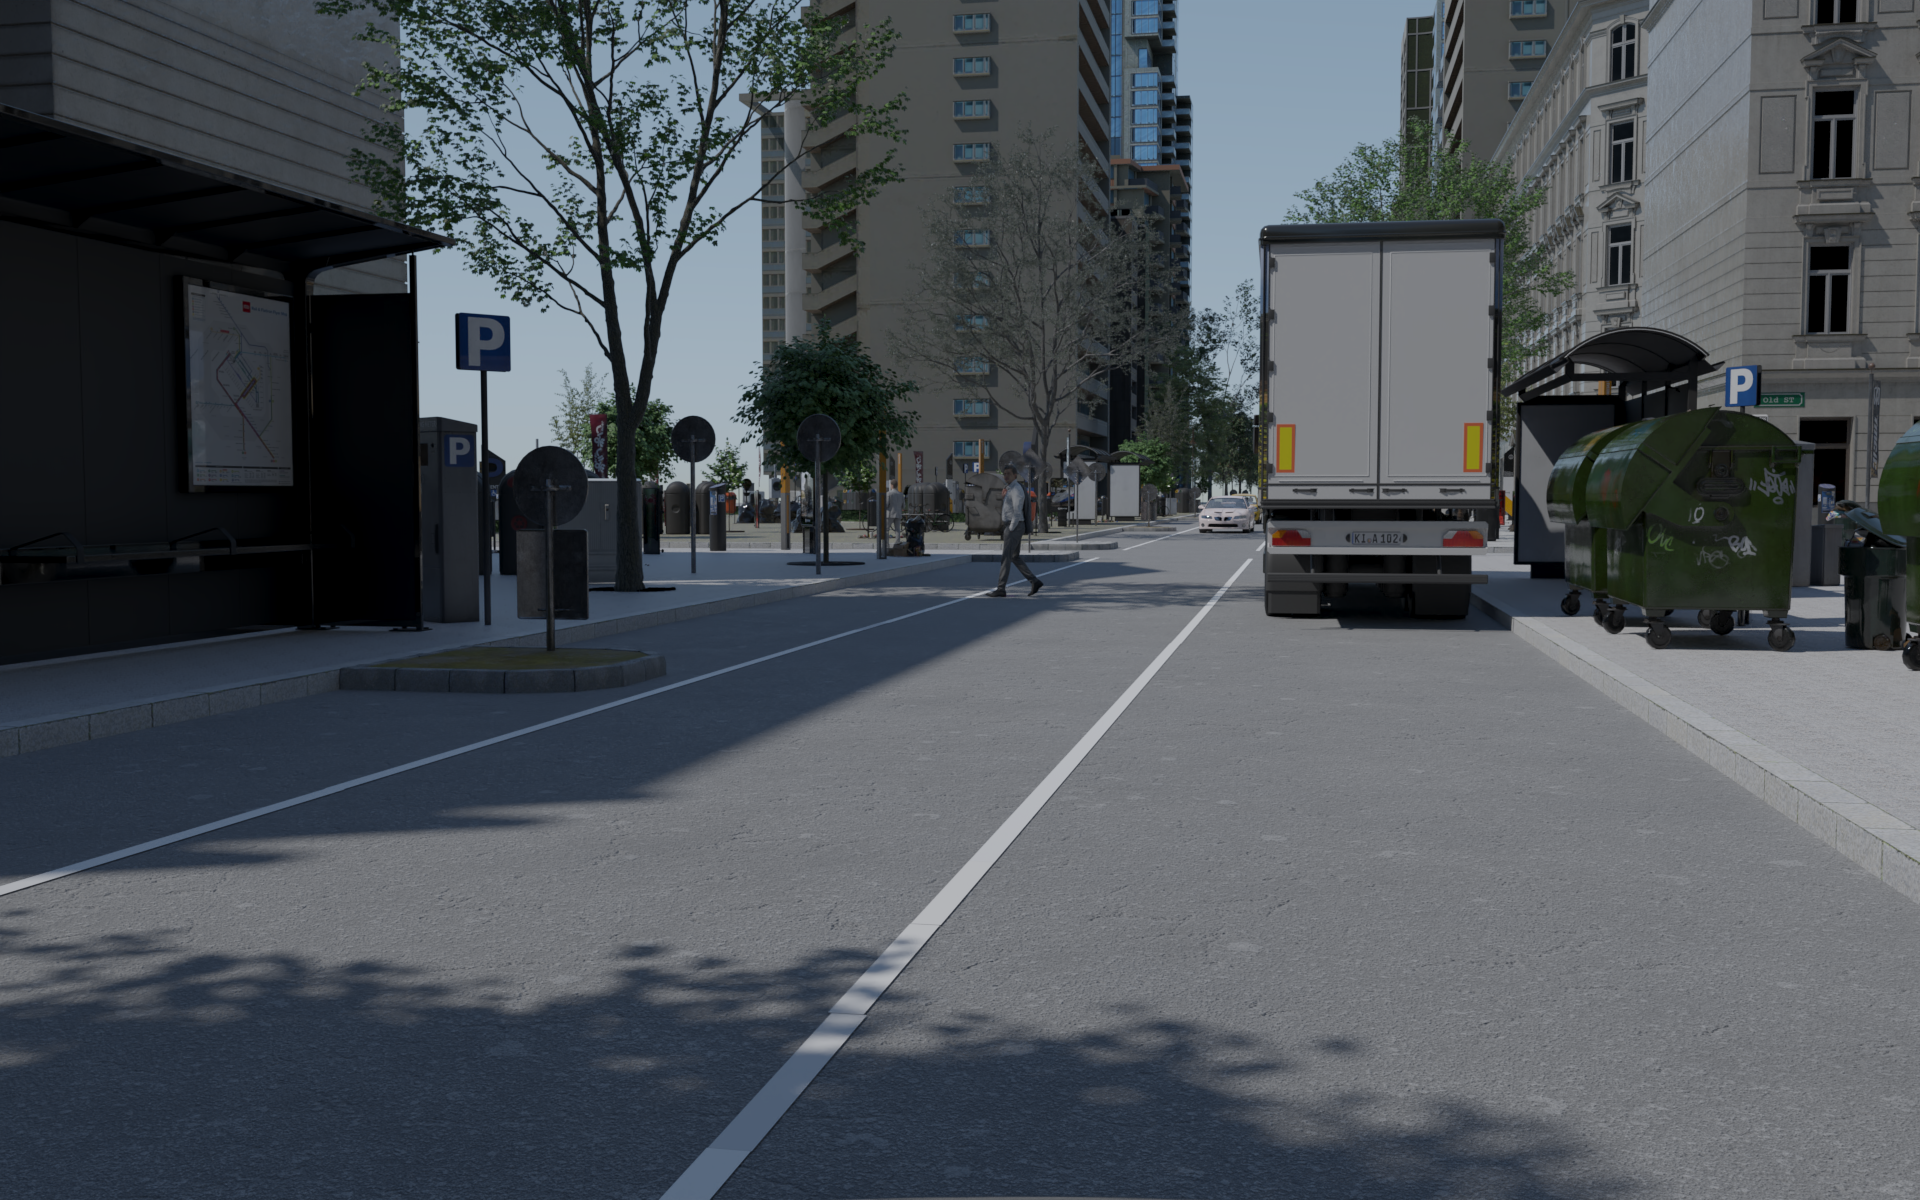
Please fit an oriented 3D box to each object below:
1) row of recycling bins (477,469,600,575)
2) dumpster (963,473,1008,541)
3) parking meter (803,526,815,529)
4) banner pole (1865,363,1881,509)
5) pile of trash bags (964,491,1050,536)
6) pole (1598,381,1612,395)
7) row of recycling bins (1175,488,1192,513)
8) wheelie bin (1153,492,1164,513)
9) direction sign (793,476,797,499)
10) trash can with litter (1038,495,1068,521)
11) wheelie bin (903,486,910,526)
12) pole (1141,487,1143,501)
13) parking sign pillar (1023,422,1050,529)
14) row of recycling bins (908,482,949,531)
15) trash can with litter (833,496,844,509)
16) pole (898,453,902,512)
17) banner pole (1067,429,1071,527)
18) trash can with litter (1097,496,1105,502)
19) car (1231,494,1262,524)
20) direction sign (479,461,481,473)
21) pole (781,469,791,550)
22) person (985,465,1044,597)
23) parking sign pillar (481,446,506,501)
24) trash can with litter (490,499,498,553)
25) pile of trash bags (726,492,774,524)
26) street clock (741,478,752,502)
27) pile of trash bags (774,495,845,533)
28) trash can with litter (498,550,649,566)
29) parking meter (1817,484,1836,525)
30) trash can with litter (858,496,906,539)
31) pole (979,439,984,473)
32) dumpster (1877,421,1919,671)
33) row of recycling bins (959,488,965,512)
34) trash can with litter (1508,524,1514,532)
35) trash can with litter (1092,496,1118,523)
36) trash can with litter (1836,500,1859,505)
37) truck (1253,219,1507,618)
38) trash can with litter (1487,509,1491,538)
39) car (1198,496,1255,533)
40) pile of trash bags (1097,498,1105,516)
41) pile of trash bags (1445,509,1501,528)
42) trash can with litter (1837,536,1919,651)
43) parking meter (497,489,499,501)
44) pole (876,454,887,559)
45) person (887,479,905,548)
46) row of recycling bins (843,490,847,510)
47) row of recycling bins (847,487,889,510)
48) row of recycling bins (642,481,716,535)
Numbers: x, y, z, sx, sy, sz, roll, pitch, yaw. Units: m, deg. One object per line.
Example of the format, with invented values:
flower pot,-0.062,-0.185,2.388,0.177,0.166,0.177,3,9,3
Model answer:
row of recycling bins,-7.441,-1.252,27.585,3.534,1.692,1.069,-1,4,-13
dumpster,0.830,-2.595,48.189,1.264,1.857,1.865,1,4,11
parking meter,-4.510,-2.643,51.620,0.372,1.533,0.369,0,3,0
banner pole,17.563,-2.650,33.339,0.401,3.779,0.863,3,5,43
pile of trash bags,1.524,-2.690,53.734,1.912,1.369,3.447,-2,4,-24
pole,10.937,-2.178,29.461,0.158,3.312,0.155,0,3,0
row of recycling bins,15.303,-6.805,118.378,1.069,1.692,3.534,0,4,2
wheelie bin,13.244,-6.582,115.517,0.980,1.594,0.693,2,4,30
direction sign,-9.743,-6.749,102.337,0.379,3.537,0.876,-1,4,-16
trash can with litter,4.189,-4.722,88.264,2.233,1.210,1.678,-2,4,-25
wheelie bin,-1.867,-3.717,68.686,0.980,1.594,0.693,-2,4,-34
pole,11.396,-6.973,107.844,0.158,3.312,0.155,0,3,0
parking sign pillar,2.625,-4.619,63.995,1.447,3.967,1.447,0,4,8
row of recycling bins,-1.183,-3.347,61.836,1.069,1.692,3.534,-1,4,-13
trash can with litter,-6.670,-5.316,98.299,1.055,1.170,0.624,2,4,29
pole,-2.998,-5.681,86.726,0.158,3.312,0.155,0,3,0
banner pole,4.179,-4.694,66.762,0.401,3.779,0.863,0,4,-5
trash can with litter,9.078,-6.221,113.104,0.624,1.170,1.055,-2,4,-25
car,13.587,-4.456,83.072,2.015,1.641,3.980,1,4,12
direction sign,-33.070,-7.822,119.881,0.379,3.537,0.876,0,4,7
pole,-4.003,-2.805,39.697,0.158,3.312,0.155,0,3,0
person,0.752,-0.951,24.156,0.850,1.850,0.679,-1,4,-9
parking sign pillar,-25.359,-6.467,94.215,1.447,3.967,1.447,-1,4,-14
trash can with litter,-10.110,-1.633,37.758,2.233,1.210,1.678,2,4,24
pile of trash bags,-9.014,-4.030,75.638,1.912,1.369,3.447,3,4,37
street clock,-9.791,-4.583,79.508,0.471,2.002,0.358,-1,4,-12
pile of trash bags,-5.042,-2.989,58.621,1.912,1.369,3.447,-1,4,-13
trash can with litter,-6.782,-1.215,30.916,2.233,1.210,1.678,2,4,32
parking meter,21.143,-2.071,42.276,0.372,1.533,0.369,0,3,0
trash can with litter,-2.099,-2.405,50.372,2.233,1.210,1.678,-3,5,-41
pole,0.800,-4.321,64.492,0.158,3.312,0.155,0,3,0
dumpster,7.279,-0.560,11.645,1.502,2.255,1.985,1,4,11
row of recycling bins,1.047,-6.733,117.191,3.534,1.692,1.069,-2,4,-28
trash can with litter,18.855,-2.879,58.460,0.624,1.170,1.055,-1,4,-14
trash can with litter,6.347,-4.140,78.739,1.678,1.210,2.233,2,4,26
trash can with litter,16.736,-1.277,32.259,1.055,1.170,0.624,-1,4,-22
truck,5.327,-2.107,23.371,2.839,4.237,11.283,1,4,10
trash can with litter,15.086,-2.369,50.127,0.624,1.170,1.055,-1,4,-17
car,10.019,-3.211,64.857,2.083,1.381,4.827,1,4,13
pile of trash bags,6.829,-5.701,102.970,3.447,1.369,1.912,-1,4,-11
pile of trash bags,19.888,-3.378,64.976,3.447,1.369,1.912,1,4,21
trash can with litter,7.784,-0.172,14.194,0.624,1.170,1.055,-3,4,-37
parking meter,-18.677,-3.800,70.546,0.372,1.533,0.369,0,3,0
pole,-1.543,-2.459,34.041,0.158,3.312,0.155,0,3,0
person,-1.713,-2.125,43.444,0.606,1.804,0.583,-3,5,-40
row of recycling bins,-6.747,-6.328,110.575,1.069,1.692,3.534,-1,4,-15
row of recycling bins,-5.278,-6.050,106.034,1.069,1.692,3.534,2,4,33
row of recycling bins,-9.379,-2.937,55.130,3.534,1.692,1.069,0,4,2
